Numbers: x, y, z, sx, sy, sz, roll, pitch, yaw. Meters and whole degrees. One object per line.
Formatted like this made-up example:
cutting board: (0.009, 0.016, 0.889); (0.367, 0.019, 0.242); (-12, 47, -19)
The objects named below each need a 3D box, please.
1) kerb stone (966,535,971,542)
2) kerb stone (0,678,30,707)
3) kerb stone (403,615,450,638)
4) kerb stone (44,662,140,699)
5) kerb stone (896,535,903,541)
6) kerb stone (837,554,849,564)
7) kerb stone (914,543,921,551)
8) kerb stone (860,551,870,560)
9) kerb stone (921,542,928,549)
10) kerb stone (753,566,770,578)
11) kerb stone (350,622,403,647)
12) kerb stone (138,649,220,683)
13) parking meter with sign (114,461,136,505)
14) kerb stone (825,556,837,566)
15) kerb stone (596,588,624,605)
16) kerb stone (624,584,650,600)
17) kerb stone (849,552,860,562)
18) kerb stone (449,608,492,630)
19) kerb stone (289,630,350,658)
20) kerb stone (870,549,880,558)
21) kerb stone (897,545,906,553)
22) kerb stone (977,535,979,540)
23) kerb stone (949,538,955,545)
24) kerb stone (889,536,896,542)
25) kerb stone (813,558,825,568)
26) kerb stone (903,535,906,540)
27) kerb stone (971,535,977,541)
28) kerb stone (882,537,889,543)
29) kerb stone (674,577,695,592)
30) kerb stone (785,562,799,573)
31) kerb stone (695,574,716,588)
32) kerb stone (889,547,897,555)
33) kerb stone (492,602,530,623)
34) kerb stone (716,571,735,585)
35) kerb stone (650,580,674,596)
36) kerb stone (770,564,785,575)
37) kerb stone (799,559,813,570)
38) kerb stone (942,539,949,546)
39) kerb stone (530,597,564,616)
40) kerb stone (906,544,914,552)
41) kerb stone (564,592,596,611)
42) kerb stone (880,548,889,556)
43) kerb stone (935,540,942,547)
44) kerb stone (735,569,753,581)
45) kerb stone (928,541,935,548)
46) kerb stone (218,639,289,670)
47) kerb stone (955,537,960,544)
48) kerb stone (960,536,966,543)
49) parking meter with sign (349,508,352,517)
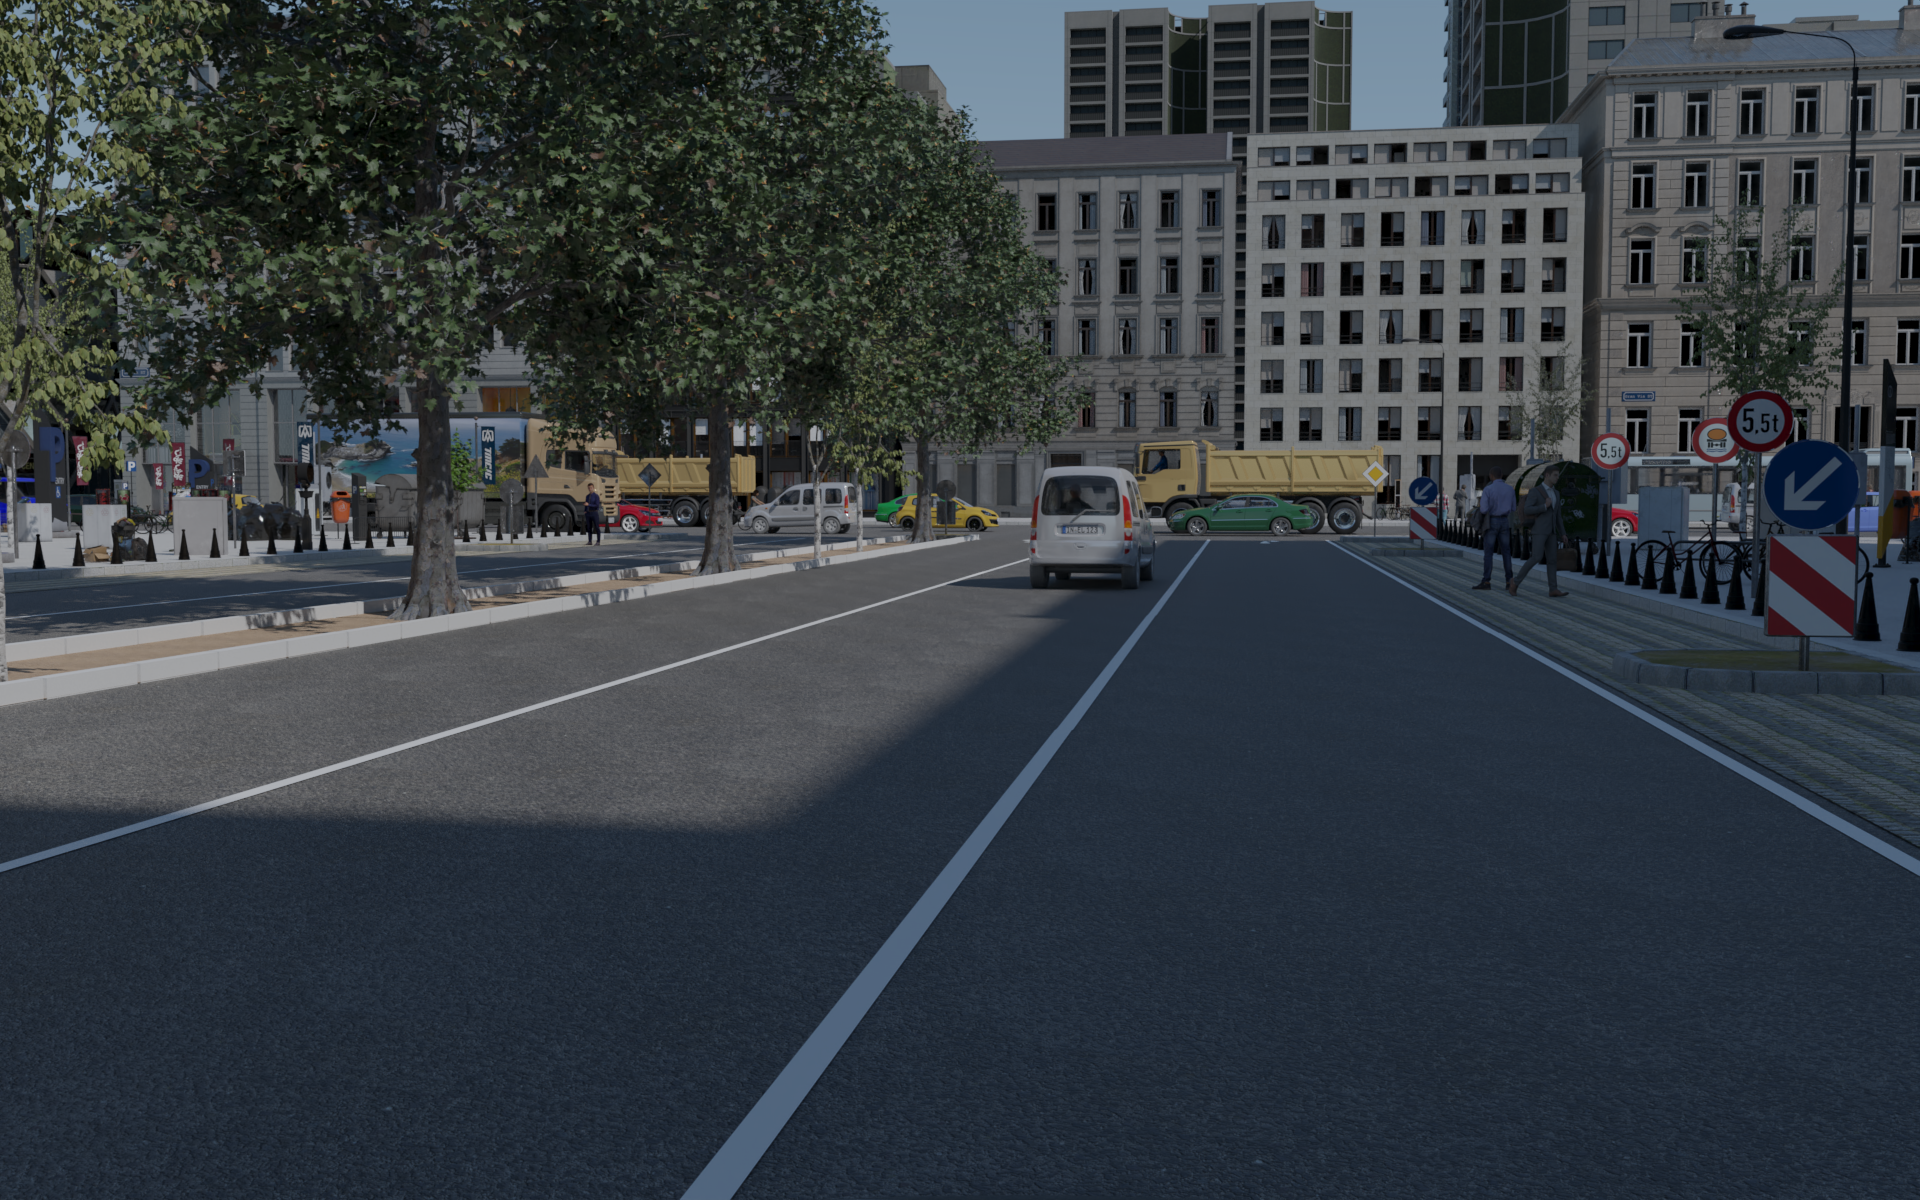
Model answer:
kerb stone: (0.125, -1.833, 52.161); (0.120, 0.150, 1.000); (1, 4, 9)
kerb stone: (-6.517, 0.651, 11.565); (0.120, 0.150, 1.000); (1, 4, 9)
kerb stone: (-5.509, 0.279, 17.671); (0.120, 0.150, 1.000); (1, 4, 9)
kerb stone: (-6.346, 0.588, 12.579); (0.120, 0.150, 1.000); (1, 4, 9)
kerb stone: (-1.950, -1.849, 52.429); (0.120, 0.150, 1.000); (1, 4, 9)
kerb stone: (-2.528, -0.839, 35.919); (0.120, 0.150, 1.000); (1, 4, 9)
kerb stone: (-1.201, -1.336, 44.046); (0.120, 0.150, 1.000); (1, 4, 9)
kerb stone: (-2.193, -0.962, 37.962); (0.120, 0.150, 1.000); (1, 4, 9)
kerb stone: (-1.036, -1.399, 45.069); (0.120, 0.150, 1.000); (1, 4, 9)
kerb stone: (-3.518, -0.465, 29.839); (0.120, 0.150, 1.000); (1, 4, 9)
kerb stone: (-5.677, 0.339, 16.659); (0.120, 0.150, 1.000); (1, 4, 9)
kerb stone: (-6.179, 0.525, 13.607); (0.120, 0.150, 1.000); (1, 4, 9)
parking meter with sign: (-44.507, -5.853, 91.962); (1.738, 3.016, 0.543); (2, 4, 29)
kerb stone: (-2.696, -0.777, 34.905); (0.120, 0.150, 1.000); (1, 4, 9)
kerb stone: (-4.680, -0.034, 22.746); (0.120, 0.150, 1.000); (1, 4, 9)
kerb stone: (-4.516, -0.089, 23.759); (0.120, 0.150, 1.000); (1, 4, 9)
kerb stone: (-2.356, -0.891, 36.946); (0.120, 0.150, 1.000); (1, 4, 9)
kerb stone: (-5.347, 0.215, 18.684); (0.120, 0.150, 1.000); (1, 4, 9)
kerb stone: (-5.848, 0.401, 15.641); (0.120, 0.150, 1.000); (1, 4, 9)
kerb stone: (-2.024, -1.019, 38.974); (0.120, 0.150, 1.000); (1, 4, 9)
kerb stone: (-1.529, -1.213, 42.022); (0.120, 0.150, 1.000); (1, 4, 9)
kerb stone: (0.456, -1.957, 54.197); (0.120, 0.150, 1.000); (1, 4, 9)
kerb stone: (-0.363, -1.647, 49.117); (0.120, 0.150, 1.000); (1, 4, 9)
kerb stone: (-2.118, -1.787, 51.418); (0.120, 0.150, 1.000); (1, 4, 9)
kerb stone: (-2.862, -0.715, 33.893); (0.120, 0.150, 1.000); (1, 4, 9)
kerb stone: (-1.779, -1.911, 53.443); (0.120, 0.150, 1.000); (1, 4, 9)
kerb stone: (0.297, -1.895, 53.177); (0.120, 0.150, 1.000); (1, 4, 9)
kerb stone: (-2.285, -1.725, 50.394); (0.120, 0.150, 1.000); (1, 4, 9)
kerb stone: (-4.193, -0.219, 25.784); (0.120, 0.150, 1.000); (1, 4, 9)
kerb stone: (-3.192, -0.586, 31.869); (0.120, 0.150, 1.000); (1, 4, 9)
kerb stone: (-4.022, -0.281, 26.795); (0.120, 0.150, 1.000); (1, 4, 9)
kerb stone: (-1.700, -1.149, 41.011); (0.120, 0.150, 1.000); (1, 4, 9)
kerb stone: (-5.180, 0.152, 19.710); (0.120, 0.150, 1.000); (1, 4, 9)
kerb stone: (-3.851, -0.343, 27.808); (0.120, 0.150, 1.000); (1, 4, 9)
kerb stone: (-4.354, -0.156, 24.771); (0.120, 0.150, 1.000); (1, 4, 9)
kerb stone: (-3.359, -0.530, 30.857); (0.120, 0.150, 1.000); (1, 4, 9)
kerb stone: (-3.021, -0.653, 32.880); (0.120, 0.150, 1.000); (1, 4, 9)
kerb stone: (-0.533, -1.585, 48.104); (0.120, 0.150, 1.000); (1, 4, 9)
kerb stone: (-5.014, 0.090, 20.722); (0.120, 0.150, 1.000); (1, 4, 9)
kerb stone: (-1.358, -1.274, 43.033); (0.120, 0.150, 1.000); (1, 4, 9)
kerb stone: (-4.848, 0.028, 21.734); (0.120, 0.150, 1.000); (1, 4, 9)
kerb stone: (-1.866, -1.083, 39.987); (0.120, 0.150, 1.000); (1, 4, 9)
kerb stone: (-0.700, -1.523, 47.092); (0.120, 0.150, 1.000); (1, 4, 9)
kerb stone: (-3.691, -0.406, 28.828); (0.120, 0.150, 1.000); (1, 4, 9)
kerb stone: (-0.866, -1.461, 46.080); (0.120, 0.150, 1.000); (1, 4, 9)
kerb stone: (-6.016, 0.463, 14.621); (0.120, 0.150, 1.000); (1, 4, 9)
kerb stone: (-0.199, -1.706, 50.135); (0.120, 0.150, 1.000); (1, 4, 9)
kerb stone: (-0.038, -1.771, 51.148); (0.120, 0.150, 1.000); (1, 4, 9)
parking meter with sign: (-34.035, -6.148, 96.782); (1.738, 3.016, 0.543); (3, 5, 42)
